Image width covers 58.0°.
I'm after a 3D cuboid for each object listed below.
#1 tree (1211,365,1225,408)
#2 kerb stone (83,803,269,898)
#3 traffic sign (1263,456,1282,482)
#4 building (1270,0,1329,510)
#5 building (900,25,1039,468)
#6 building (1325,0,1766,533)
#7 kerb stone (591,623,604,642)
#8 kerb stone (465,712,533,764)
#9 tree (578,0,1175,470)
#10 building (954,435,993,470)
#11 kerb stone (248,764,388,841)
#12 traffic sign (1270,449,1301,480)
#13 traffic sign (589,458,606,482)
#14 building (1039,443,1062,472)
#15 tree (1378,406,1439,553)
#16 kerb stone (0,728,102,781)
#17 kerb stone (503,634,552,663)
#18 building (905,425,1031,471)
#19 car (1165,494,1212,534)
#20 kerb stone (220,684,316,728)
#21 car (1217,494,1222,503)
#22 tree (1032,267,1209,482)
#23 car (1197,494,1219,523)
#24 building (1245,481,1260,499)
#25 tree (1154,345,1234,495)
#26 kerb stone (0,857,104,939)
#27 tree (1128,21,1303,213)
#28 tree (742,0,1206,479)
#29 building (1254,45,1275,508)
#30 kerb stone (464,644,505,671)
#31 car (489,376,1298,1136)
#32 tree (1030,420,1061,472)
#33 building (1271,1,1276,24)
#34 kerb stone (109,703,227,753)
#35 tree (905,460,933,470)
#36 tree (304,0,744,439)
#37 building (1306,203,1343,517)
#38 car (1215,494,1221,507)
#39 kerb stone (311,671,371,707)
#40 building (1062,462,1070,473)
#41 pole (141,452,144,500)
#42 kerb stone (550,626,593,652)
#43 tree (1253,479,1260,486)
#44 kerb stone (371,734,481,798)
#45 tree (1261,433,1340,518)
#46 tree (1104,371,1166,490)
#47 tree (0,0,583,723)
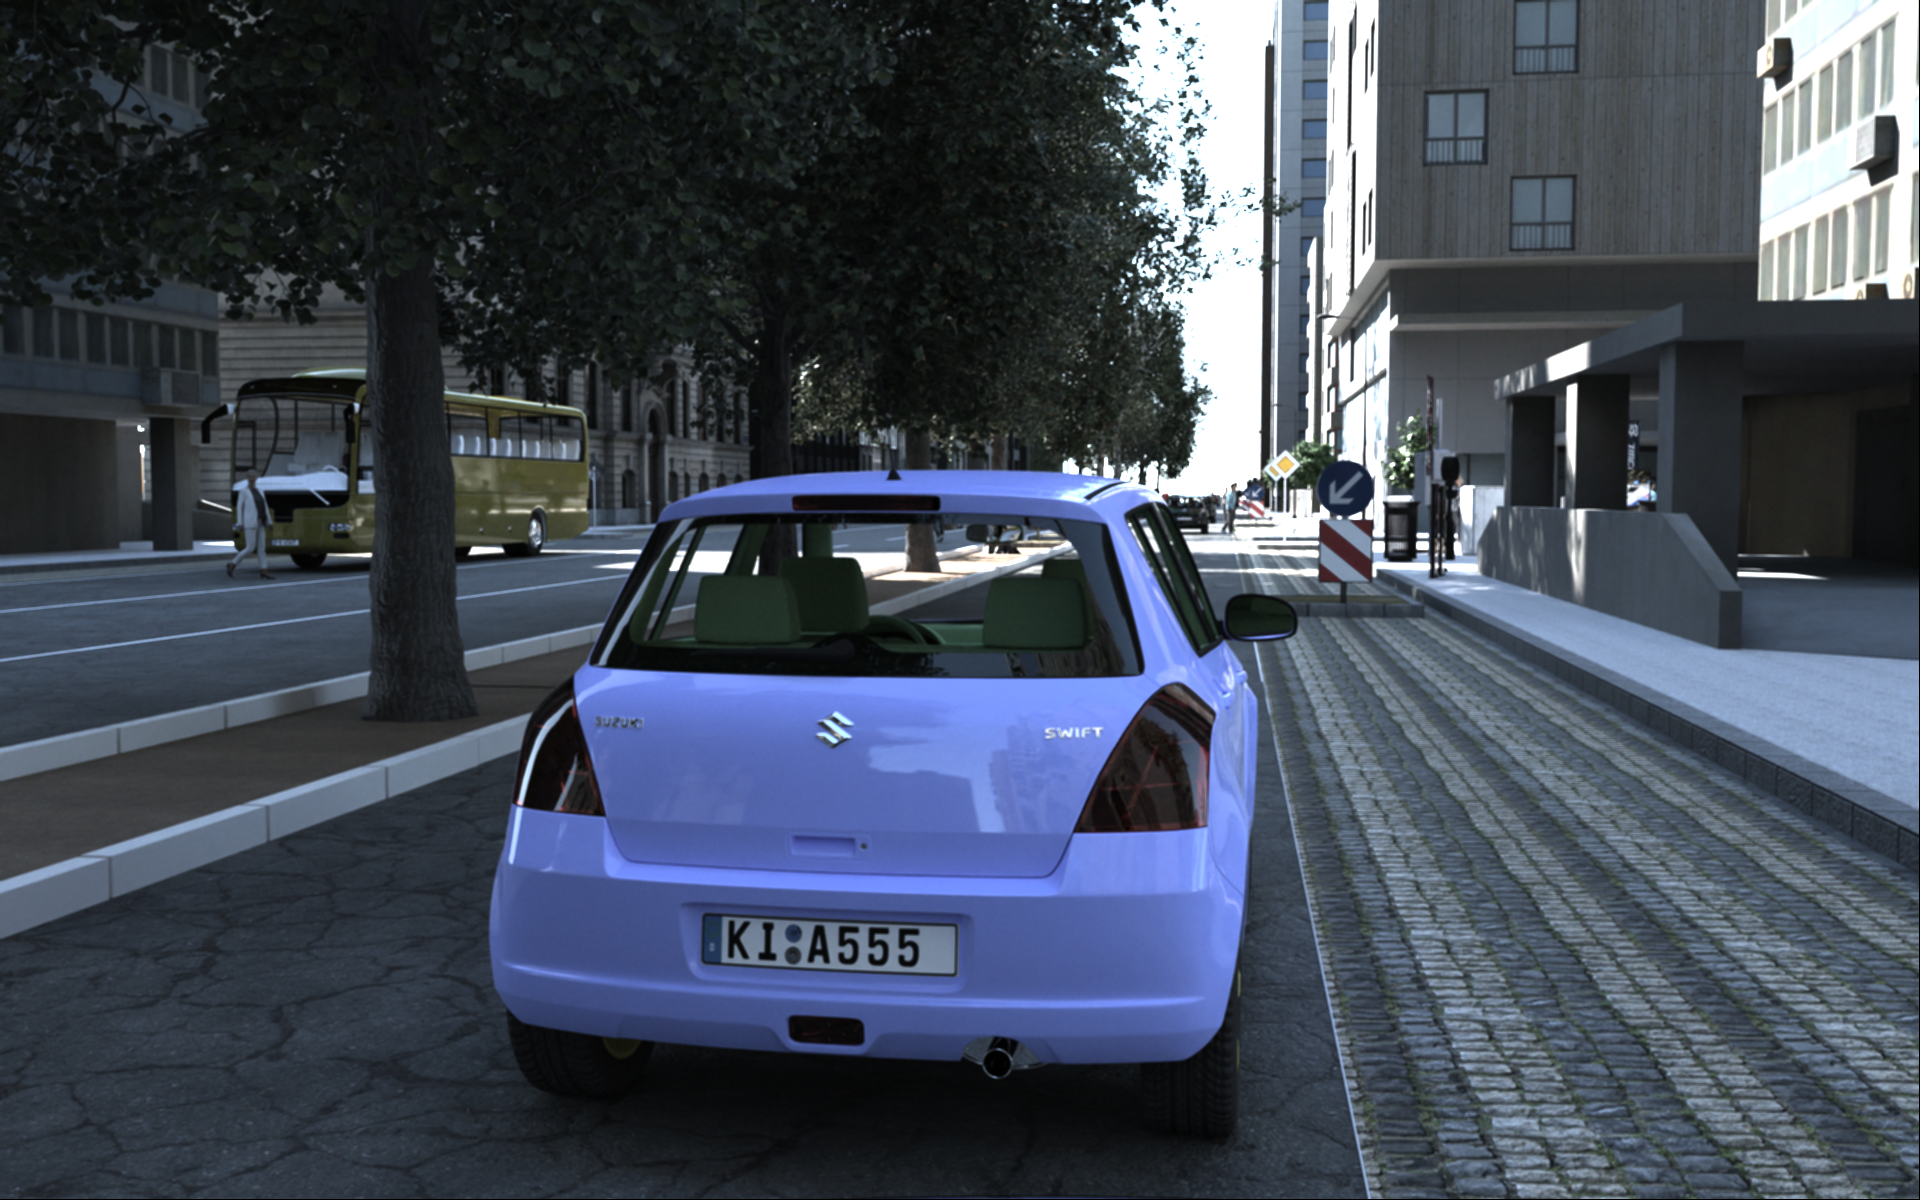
[{"bbox_3d":[10.730,-11.171,102.107,9.611,12.733,9.660,0,3,0],"label":"tree"},{"bbox_3d":[-2.988,0.951,6.640,0.120,0.150,1.000,1,4,9],"label":"kerb stone"},{"bbox_3d":[9.719,-3.117,53.155,0.795,2.593,0.064,1,4,9],"label":"traffic sign"},{"bbox_3d":[37.265,-36.986,146.715,21.231,58.520,28.212,1,4,9],"label":"building"},{"bbox_3d":[1.874,-48.070,224.196,20.563,71.187,20.611,1,4,9],"label":"building"},{"bbox_3d":[27.853,-29.083,64.740,27.495,52.752,28.713,1,4,9],"label":"building"},{"bbox_3d":[-3.514,0.311,17.104,0.120,0.150,1.000,1,4,9],"label":"kerb stone"},{"bbox_3d":[-2.532,0.766,9.673,0.120,0.150,1.000,1,4,9],"label":"kerb stone"},{"bbox_3d":[-0.702,-7.464,31.145,9.857,13.997,8.962,0,3,0],"label":"tree"},{"bbox_3d":[-12.173,-19.353,161.467,27.650,21.520,28.899,1,4,9],"label":"building"},{"bbox_3d":[-2.834,0.890,7.651,0.120,0.150,1.000,1,4,9],"label":"kerb stone"},{"bbox_3d":[8.515,-2.634,45.260,0.795,2.593,0.064,1,4,9],"label":"traffic sign"},{"bbox_3d":[-11.923,-3.319,56.462,0.795,2.593,0.064,1,4,9],"label":"traffic sign"},{"bbox_3d":[6.733,-34.155,242.030,14.154,41.232,14.086,1,4,9],"label":"building"},{"bbox_3d":[10.210,-2.671,38.276,1.663,3.219,1.824,0,3,0],"label":"tree"},{"bbox_3d":[-4.748,0.807,8.996,0.120,0.150,1.000,1,4,9],"label":"kerb stone"},{"bbox_3d":[-3.826,0.435,15.078,0.120,0.150,1.000,1,4,9],"label":"kerb stone"},{"bbox_3d":[0.354,-25.964,196.208,14.160,30.474,14.107,1,4,9],"label":"building"},{"bbox_3d":[8.194,-3.268,63.224,2.009,1.686,4.222,0,4,7],"label":"car"},{"bbox_3d":[-4.436,0.683,11.027,0.120,0.150,1.000,1,4,9],"label":"kerb stone"},{"bbox_3d":[39.815,-15.730,269.187,2.014,1.417,4.499,0,4,7],"label":"car"},{"bbox_3d":[3.992,-7.495,59.406,8.767,10.594,7.601,1,4,9],"label":"tree"},{"bbox_3d":[11.837,-4.661,85.995,2.009,1.686,4.222,1,4,10],"label":"car"},{"bbox_3d":[54.286,-32.833,228.697,32.217,40.220,23.993,1,4,9],"label":"building"},{"bbox_3d":[13.836,-12.724,120.869,12.009,13.543,11.850,0,3,0],"label":"tree"},{"bbox_3d":[-3.140,1.015,5.630,0.120,0.150,1.000,1,4,9],"label":"kerb stone"},{"bbox_3d":[6.782,-12.884,68.994,12.611,20.169,13.585,0,3,0],"label":"tree"},{"bbox_3d":[0.932,-7.425,40.864,9.611,12.733,9.660,0,3,0],"label":"tree"},{"bbox_3d":[36.479,-31.779,169.690,14.600,45.320,14.200,1,4,9],"label":"building"},{"bbox_3d":[-3.982,0.497,14.067,0.120,0.150,1.000,1,4,9],"label":"kerb stone"},{"bbox_3d":[0.046,0.264,5.281,1.945,1.707,3.694,1,4,10],"label":"car"},{"bbox_3d":[9.178,-17.725,207.928,7.486,12.596,7.792,0,3,0],"label":"tree"},{"bbox_3d":[52.965,-49.677,250.468,20.563,71.187,20.611,1,4,9],"label":"building"},{"bbox_3d":[-4.593,0.745,10.011,0.120,0.150,1.000,1,4,9],"label":"kerb stone"},{"bbox_3d":[-3.508,-8.915,129.476,4.285,4.588,4.351,0,3,0],"label":"tree"},{"bbox_3d":[-2.202,-6.170,20.351,9.611,12.733,9.660,0,3,0],"label":"tree"},{"bbox_3d":[36.612,-16.144,108.991,27.650,21.520,28.899,1,4,9],"label":"building"},{"bbox_3d":[28.801,-11.574,198.273,2.155,1.783,4.494,1,4,9],"label":"car"},{"bbox_3d":[-4.288,0.621,12.041,0.120,0.150,1.000,1,4,9],"label":"kerb stone"},{"bbox_3d":[6.124,-58.160,263.581,22.319,86.520,31.000,1,4,9],"label":"building"},{"bbox_3d":[-39.988,-5.554,84.651,0.158,3.312,0.155,0,3,0],"label":"pole"},{"bbox_3d":[-3.671,0.373,16.094,0.120,0.150,1.000,1,4,9],"label":"kerb stone"},{"bbox_3d":[37.156,-13.632,217.477,1.663,3.219,1.824,0,3,0],"label":"tree"},{"bbox_3d":[-2.678,0.828,8.661,0.120,0.150,1.000,1,4,9],"label":"kerb stone"},{"bbox_3d":[19.031,-6.701,93.278,4.285,4.588,4.351,0,3,0],"label":"tree"},{"bbox_3d":[9.343,-8.694,94.961,4.360,8.622,3.978,0,3,0],"label":"tree"},{"bbox_3d":[-3.452,-6.206,10.574,9.857,13.997,8.962,0,3,0],"label":"tree"}]
